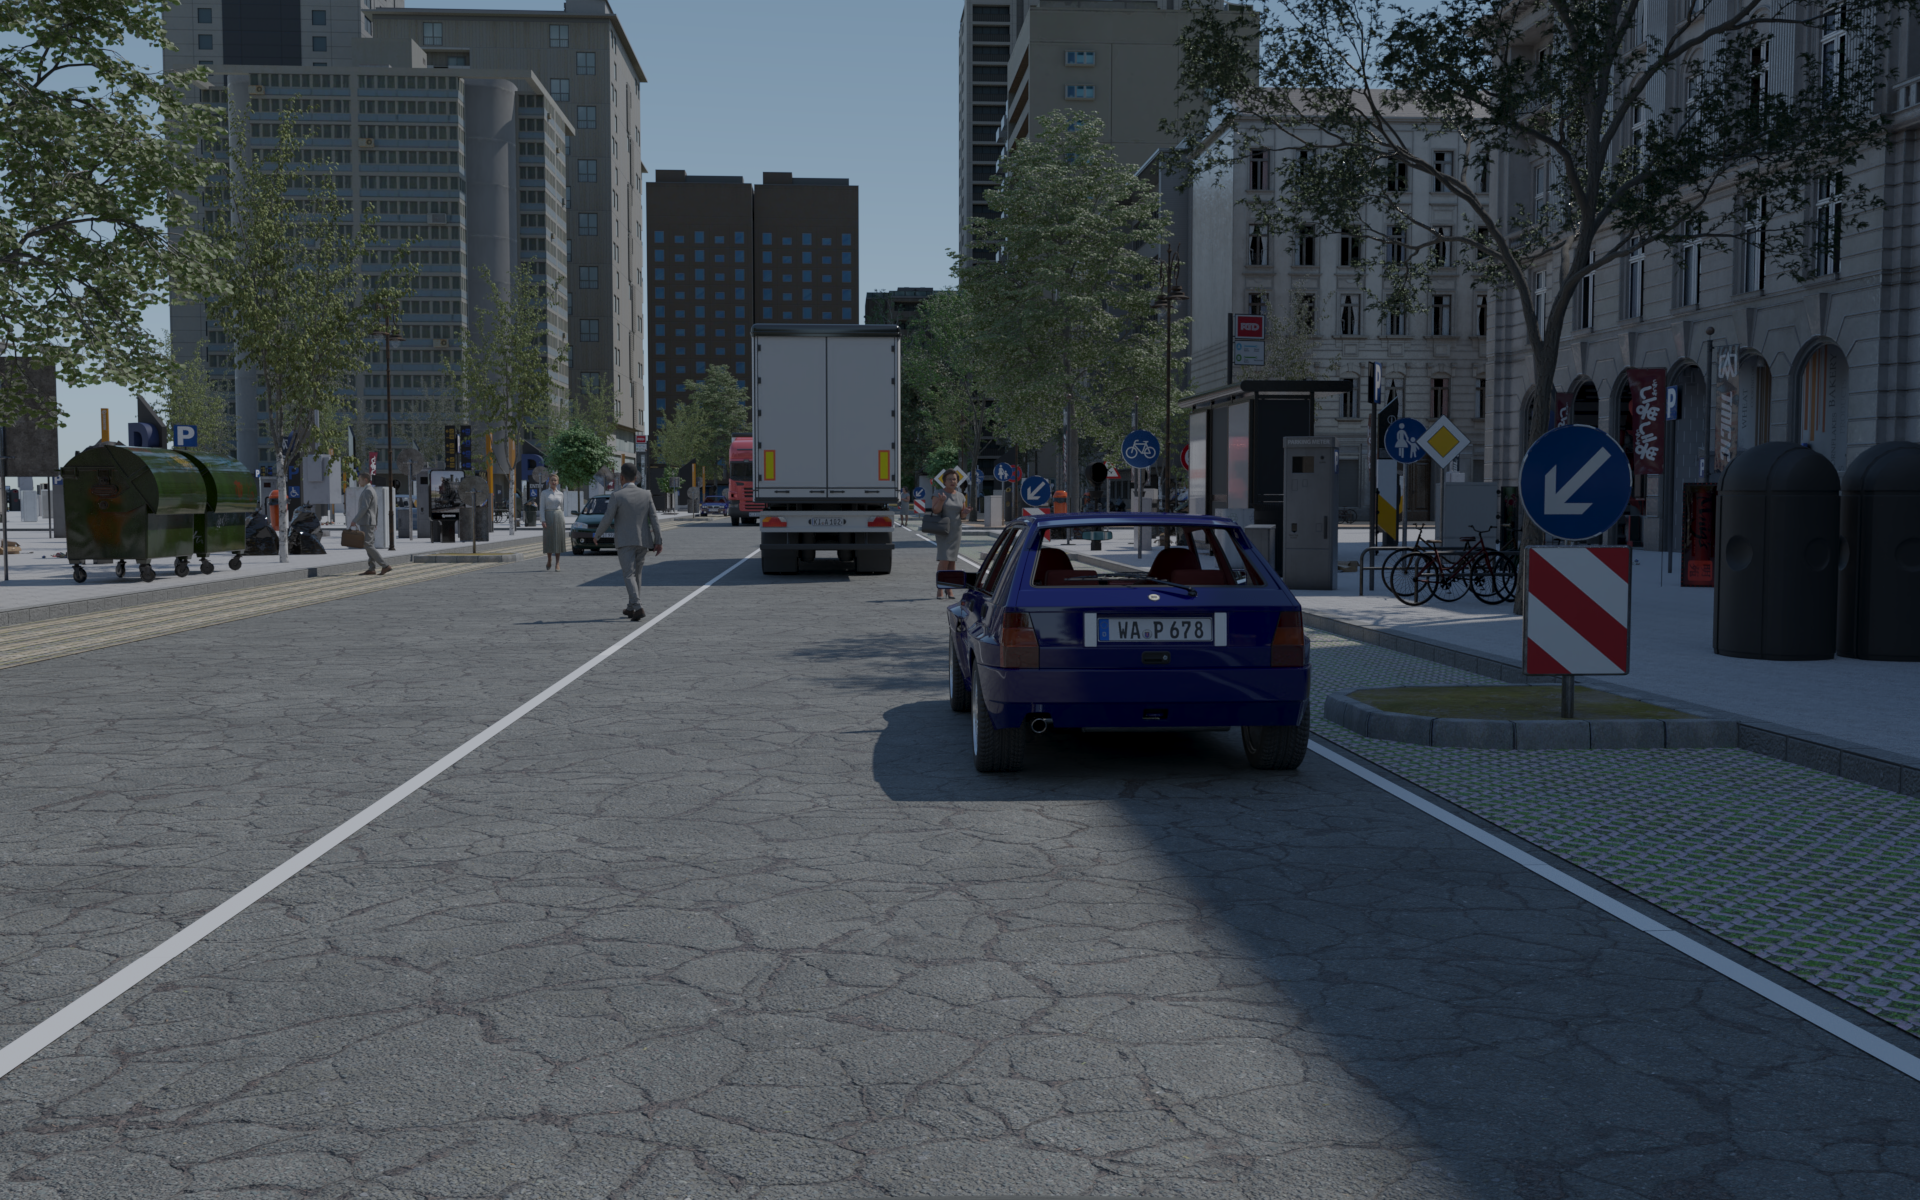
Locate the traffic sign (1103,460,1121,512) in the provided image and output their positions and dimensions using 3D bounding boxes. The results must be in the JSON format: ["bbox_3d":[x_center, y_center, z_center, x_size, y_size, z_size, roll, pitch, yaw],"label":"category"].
[{"bbox_3d":[5.028,-3.601,58.875,0.884,2.594,0.081,0,4,-1],"label":"traffic sign"}]

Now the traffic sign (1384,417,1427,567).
[{"bbox_3d":[7.425,-1.760,28.879,0.768,2.556,0.104,0,4,-4],"label":"traffic sign"}]

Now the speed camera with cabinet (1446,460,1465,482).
[{"bbox_3d":[20.571,-4.685,70.941,0.660,3.252,2.038,0,4,-8],"label":"speed camera with cabinet"}]

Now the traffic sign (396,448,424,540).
[{"bbox_3d":[-15.171,-2.917,47.804,0.768,2.556,0.104,0,4,1],"label":"traffic sign"}]

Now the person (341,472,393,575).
[{"bbox_3d":[-10.421,-1.334,30.432,0.853,1.813,0.709,-1,4,-14],"label":"person"}]

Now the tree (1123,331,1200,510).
[{"bbox_3d":[9.099,-7.805,77.972,4.737,8.622,4.395,0,3,0],"label":"tree"}]

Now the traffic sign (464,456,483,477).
[{"bbox_3d":[-16.424,-3.574,58.546,0.768,2.556,0.104,0,4,-2],"label":"traffic sign"}]

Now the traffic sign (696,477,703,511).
[{"bbox_3d":[-19.278,-7.822,127.991,0.768,2.556,0.104,0,4,0],"label":"traffic sign"}]

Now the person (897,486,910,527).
[{"bbox_3d":[-2.554,-4.115,76.139,0.532,1.782,0.716,-3,5,-42],"label":"person"}]

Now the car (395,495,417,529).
[{"bbox_3d":[-19.895,-3.130,63.175,4.499,1.417,2.014,0,4,-3],"label":"car"}]

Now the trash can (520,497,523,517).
[{"bbox_3d":[-22.148,-4.711,88.680,0.748,1.137,0.748,0,3,0],"label":"trash can"}]

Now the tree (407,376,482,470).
[{"bbox_3d":[-32.675,-9.571,106.854,4.360,8.622,3.978,0,3,0],"label":"tree"}]

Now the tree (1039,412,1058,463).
[{"bbox_3d":[7.392,-9.409,104.199,4.360,8.622,3.978,0,3,0],"label":"tree"}]

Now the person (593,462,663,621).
[{"bbox_3d":[-3.755,-0.671,19.753,0.678,1.792,0.850,-2,4,-35],"label":"person"}]

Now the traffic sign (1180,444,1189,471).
[{"bbox_3d":[5.739,-2.572,42.163,0.768,2.556,0.104,0,4,1],"label":"traffic sign"}]

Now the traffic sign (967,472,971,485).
[{"bbox_3d":[0.650,-6.059,99.175,0.768,2.556,0.104,0,4,5],"label":"traffic sign"}]

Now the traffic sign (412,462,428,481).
[{"bbox_3d":[-17.285,-3.252,55.301,0.606,2.300,0.079,0,4,-2],"label":"traffic sign"}]

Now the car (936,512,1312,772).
[{"bbox_3d":[0.849,0.139,10.300,1.945,1.354,3.894,0,4,-3],"label":"car"}]

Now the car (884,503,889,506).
[{"bbox_3d":[-4.125,-3.834,74.491,2.131,1.459,4.920,0,4,-3],"label":"car"}]

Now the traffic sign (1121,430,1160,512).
[{"bbox_3d":[3.575,-2.094,34.345,0.768,2.556,0.104,0,4,2],"label":"traffic sign"}]

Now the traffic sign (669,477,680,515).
[{"bbox_3d":[-17.099,-6.216,103.755,0.606,2.300,0.079,0,4,0],"label":"traffic sign"}]

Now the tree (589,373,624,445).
[{"bbox_3d":[-22.224,-9.407,104.164,4.737,8.622,4.395,0,3,0],"label":"tree"}]

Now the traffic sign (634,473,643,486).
[{"bbox_3d":[-12.759,-3.907,67.528,0.795,2.450,0.064,0,4,-4],"label":"traffic sign"}]

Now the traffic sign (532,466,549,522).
[{"bbox_3d":[-19.064,-4.806,78.682,0.768,2.556,0.104,0,4,5],"label":"traffic sign"}]

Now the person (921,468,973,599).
[{"bbox_3d":[-0.186,-0.901,23.587,0.716,1.782,0.532,-2,4,-29],"label":"person"}]

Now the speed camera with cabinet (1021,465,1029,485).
[{"bbox_3d":[4.330,-7.557,117.892,0.660,3.252,2.038,-1,4,-11],"label":"speed camera with cabinet"}]

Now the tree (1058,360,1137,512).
[{"bbox_3d":[7.910,-8.731,93.108,4.360,8.622,3.978,0,3,0],"label":"tree"}]

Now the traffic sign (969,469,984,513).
[{"bbox_3d":[0.837,-5.380,88.068,0.768,2.556,0.104,0,4,1],"label":"traffic sign"}]

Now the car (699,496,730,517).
[{"bbox_3d":[-15.516,-5.950,109.859,1.945,1.354,3.894,0,4,-4],"label":"car"}]

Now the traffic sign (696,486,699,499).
[{"bbox_3d":[-21.594,-8.731,142.852,0.768,2.556,0.104,0,4,-2],"label":"traffic sign"}]

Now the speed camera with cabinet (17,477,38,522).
[{"bbox_3d":[-43.097,-5.242,80.042,0.660,3.252,2.038,-2,4,-34],"label":"speed camera with cabinet"}]

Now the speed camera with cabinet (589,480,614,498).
[{"bbox_3d":[-19.459,-6.179,95.367,2.038,3.252,0.660,2,4,29],"label":"speed camera with cabinet"}]

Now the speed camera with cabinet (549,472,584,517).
[{"bbox_3d":[-22.325,-6.325,97.745,2.038,3.252,0.660,-2,4,-34],"label":"speed camera with cabinet"}]

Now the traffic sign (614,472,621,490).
[{"bbox_3d":[-19.990,-6.176,101.082,0.768,2.556,0.104,0,4,3],"label":"traffic sign"}]

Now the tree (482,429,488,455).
[{"bbox_3d":[-36.748,-10.818,127.244,4.360,8.622,3.978,0,3,0],"label":"tree"}]

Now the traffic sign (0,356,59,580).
[{"bbox_3d":[-14.485,-1.942,25.624,2.265,3.308,0.079,0,4,0],"label":"traffic sign"}]

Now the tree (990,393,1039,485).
[{"bbox_3d":[4.266,-10.762,126.326,4.360,8.622,3.978,0,3,0],"label":"tree"}]

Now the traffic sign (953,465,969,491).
[{"bbox_3d":[-0.098,-3.469,60.364,0.795,2.450,0.064,0,4,-4],"label":"traffic sign"}]

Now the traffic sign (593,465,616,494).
[{"bbox_3d":[-12.216,-3.420,59.561,0.795,2.450,0.064,0,4,-4],"label":"traffic sign"}]

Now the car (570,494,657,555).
[{"bbox_3d":[-8.372,-1.981,42.178,2.009,1.686,4.222,0,4,-3],"label":"car"}]

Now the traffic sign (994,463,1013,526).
[{"bbox_3d":[1.743,-4.279,70.061,0.768,2.556,0.104,0,4,0],"label":"traffic sign"}]

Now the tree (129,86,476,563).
[{"bbox_3d":[-12.405,-4.993,31.998,4.737,8.622,4.395,0,3,0],"label":"tree"}]

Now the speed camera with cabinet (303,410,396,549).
[{"bbox_3d":[-14.358,-2.837,40.726,2.038,3.252,0.660,1,4,9],"label":"speed camera with cabinet"}]

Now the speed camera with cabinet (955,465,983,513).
[{"bbox_3d":[0.549,-7.619,118.906,2.038,3.252,0.660,2,4,32],"label":"speed camera with cabinet"}]

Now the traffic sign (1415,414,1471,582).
[{"bbox_3d":[6.988,-1.464,25.116,0.795,2.450,0.064,0,4,2],"label":"traffic sign"}]

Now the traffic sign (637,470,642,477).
[{"bbox_3d":[-17.016,-5.529,90.497,0.768,2.556,0.104,0,4,2],"label":"traffic sign"}]

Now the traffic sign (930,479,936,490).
[{"bbox_3d":[-1.668,-7.291,119.318,0.768,2.556,0.104,0,4,4],"label":"traffic sign"}]

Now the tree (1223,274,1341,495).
[{"bbox_3d":[10.891,-6.622,58.635,4.360,8.622,3.978,0,3,0],"label":"tree"}]

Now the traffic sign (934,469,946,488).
[{"bbox_3d":[-0.641,-3.956,68.331,0.795,2.450,0.064,0,4,-4],"label":"traffic sign"}]

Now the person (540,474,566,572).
[{"bbox_3d":[-7.577,-1.434,32.178,0.478,1.798,0.641,-1,4,-19],"label":"person"}]

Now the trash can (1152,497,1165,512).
[{"bbox_3d":[9.590,-4.318,82.251,0.748,1.137,0.748,0,3,0],"label":"trash can"}]

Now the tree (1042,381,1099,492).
[{"bbox_3d":[6.930,-9.717,109.233,4.737,8.622,4.395,0,3,0],"label":"tree"}]

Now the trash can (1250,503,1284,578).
[{"bbox_3d":[4.848,-0.925,26.779,0.748,1.137,0.748,0,3,0],"label":"trash can"}]

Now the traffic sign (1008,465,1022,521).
[{"bbox_3d":[2.324,-4.601,75.332,0.768,2.556,0.104,0,4,1],"label":"traffic sign"}]
